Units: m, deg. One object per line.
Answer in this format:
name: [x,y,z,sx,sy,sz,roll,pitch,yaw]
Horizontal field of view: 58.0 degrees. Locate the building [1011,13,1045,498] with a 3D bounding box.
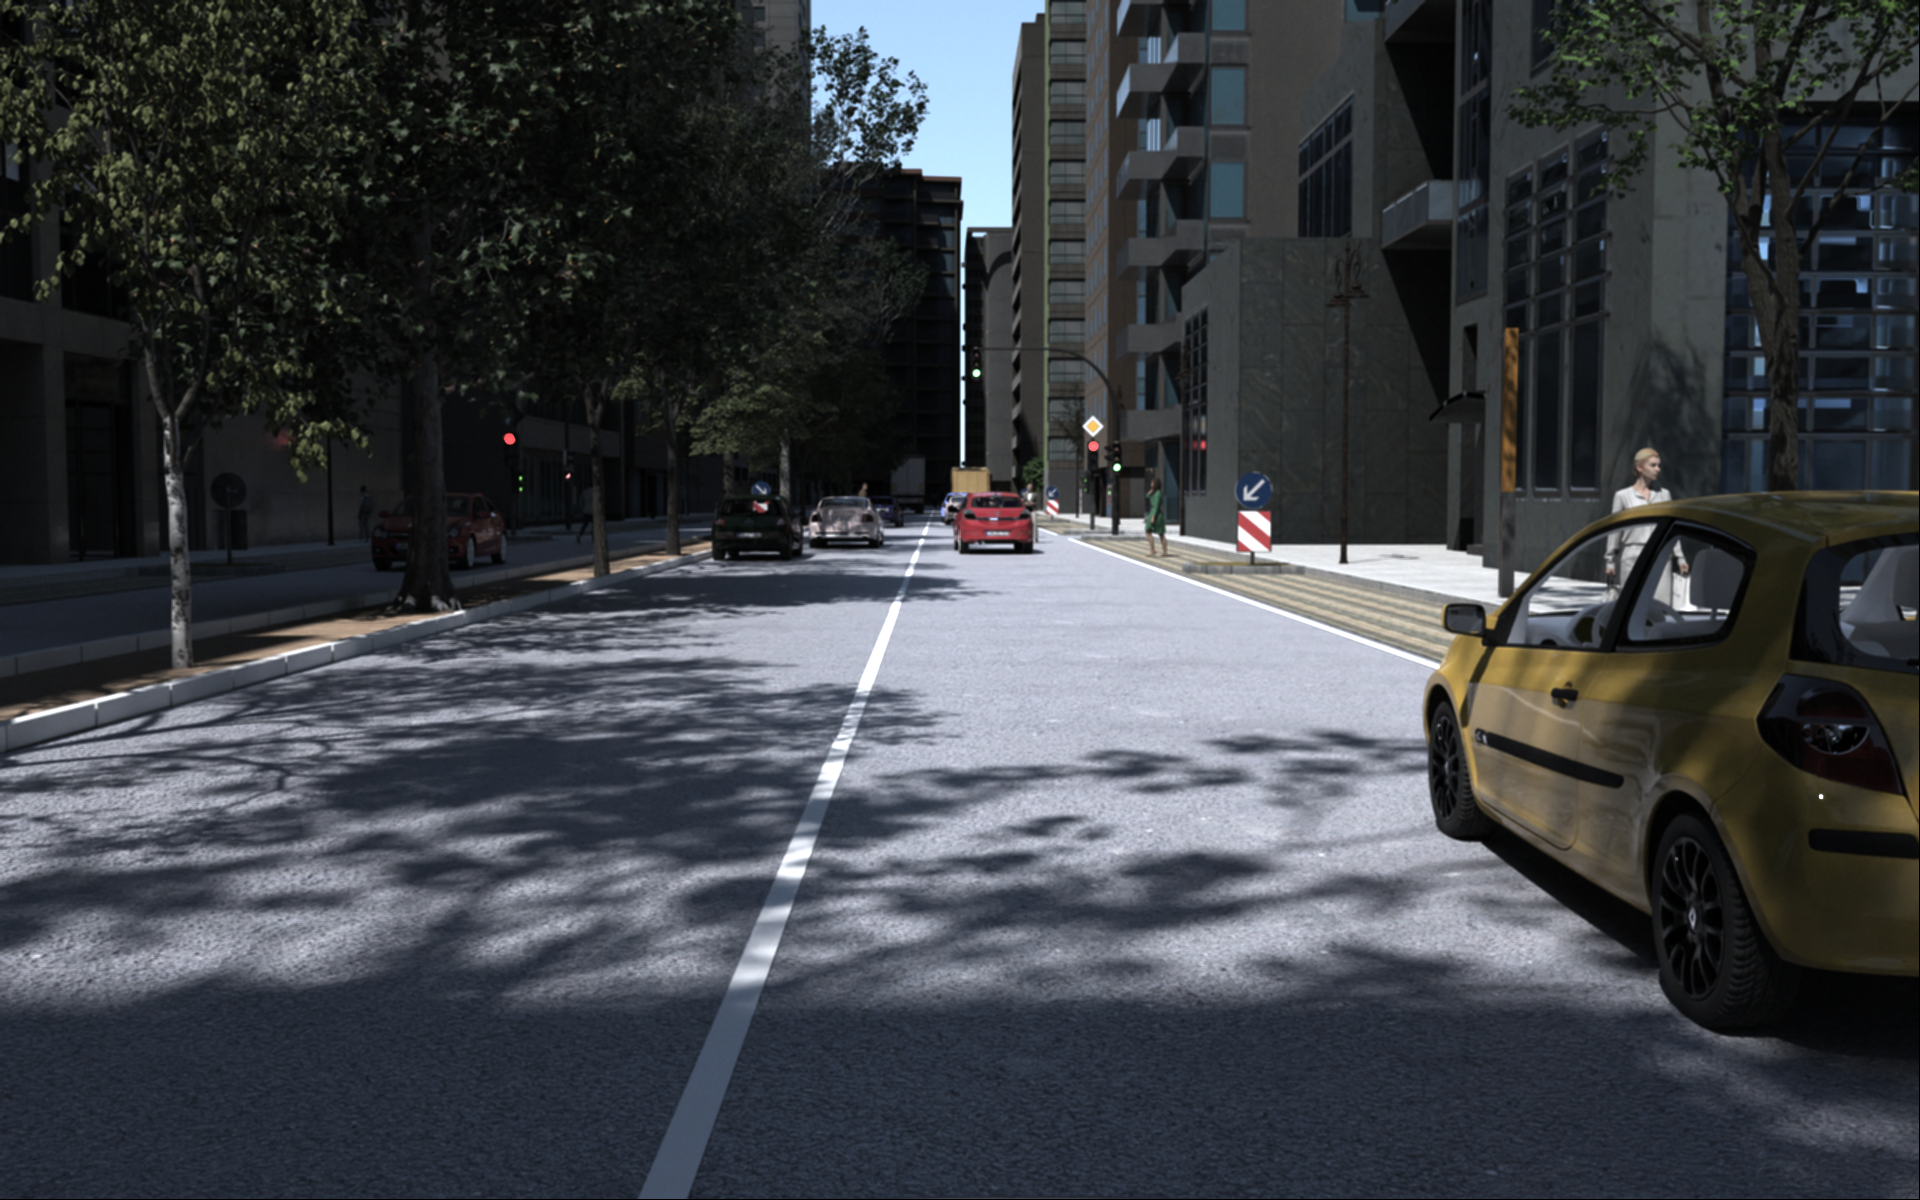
building: [16.249,-33.577,172.688,21.300,48.544,21.600,0,4,-1]

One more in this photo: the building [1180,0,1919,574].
building: [18.230,-44.261,36.341,22.319,86.520,31.000,0,4,-1]

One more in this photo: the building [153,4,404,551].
building: [-31.332,-12.979,45.498,30.059,22.955,16.112,0,4,-1]

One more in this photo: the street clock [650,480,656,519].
street clock: [-15.784,-5.163,88.986,0.358,2.002,0.471,0,4,-3]

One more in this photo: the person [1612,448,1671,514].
person: [5.287,-0.273,13.322,0.694,1.780,0.624,1,4,16]

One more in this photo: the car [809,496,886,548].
car: [-3.071,-2.132,47.218,2.083,1.381,4.827,0,4,0]

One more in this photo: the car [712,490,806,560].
car: [-4.499,-1.775,38.804,2.009,1.686,4.222,0,4,0]

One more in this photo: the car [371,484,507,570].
car: [-10.168,-1.525,33.980,2.155,1.783,4.494,0,4,-2]

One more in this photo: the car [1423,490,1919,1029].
car: [2.838,0.255,6.052,2.015,1.641,3.980,0,4,1]

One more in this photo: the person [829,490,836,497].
person: [-13.589,-10.840,185.743,1.348,1.823,0.705,1,4,21]

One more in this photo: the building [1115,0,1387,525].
building: [22.008,-27.814,74.362,30.456,49.044,23.786,0,4,-1]

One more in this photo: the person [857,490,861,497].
person: [-7.161,-7.075,124.664,0.782,1.767,0.515,-1,4,-9]

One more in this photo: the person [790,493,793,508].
person: [-11.835,-6.809,120.175,0.624,1.780,0.694,1,4,13]

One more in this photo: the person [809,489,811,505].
person: [-17.318,-11.828,199.438,0.705,1.823,1.348,0,4,-5]

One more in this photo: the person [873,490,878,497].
person: [-7.659,-9.102,157.326,0.705,1.822,1.348,2,4,25]

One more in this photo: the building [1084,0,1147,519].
building: [14.431,-27.244,95.547,14.600,45.320,14.200,0,4,-1]

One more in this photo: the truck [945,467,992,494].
truck: [0.684,-7.815,123.697,3.469,3.379,9.791,0,4,-1]

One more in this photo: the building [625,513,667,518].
building: [-24.044,-27.308,96.603,14.600,45.320,14.200,0,4,-1]

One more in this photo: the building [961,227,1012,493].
building: [12.316,-33.307,236.448,23.993,40.220,32.217,0,4,-1]

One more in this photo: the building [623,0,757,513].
building: [-24.694,-30.222,144.242,14.600,45.320,14.200,0,4,-1]

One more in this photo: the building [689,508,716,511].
building: [-27.888,-44.230,161.411,20.563,71.187,20.611,0,4,-1]

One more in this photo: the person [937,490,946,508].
person: [-1.906,-10.416,178.827,1.348,1.821,0.705,-1,4,-17]

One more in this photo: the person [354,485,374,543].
person: [-15.777,-2.275,45.828,0.523,1.515,0.503,-1,4,-15]

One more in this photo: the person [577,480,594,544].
person: [-10.742,-2.555,50.124,0.661,1.843,0.795,2,4,26]

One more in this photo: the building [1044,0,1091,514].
building: [12.655,-26.554,117.755,14.154,41.232,14.086,0,4,-1]

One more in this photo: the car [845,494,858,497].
car: [-10.607,-9.898,170.628,1.959,1.807,4.718,0,4,1]

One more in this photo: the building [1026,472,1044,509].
building: [16.495,-43.561,150.475,20.563,71.187,20.611,0,4,-1]

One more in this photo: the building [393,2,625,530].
building: [-26.528,-27.335,70.623,21.300,48.544,21.600,0,4,-1]

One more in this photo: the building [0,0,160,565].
building: [-25.888,-13.045,17.802,19.350,26.468,34.151,0,4,-1]

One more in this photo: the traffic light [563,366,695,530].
traffic light: [-11.849,-5.323,61.700,4.771,5.953,1.251,0,4,-1]

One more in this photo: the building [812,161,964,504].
building: [-14.051,-35.239,230.786,28.867,44.769,22.147,0,4,-1]

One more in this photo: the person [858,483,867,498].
person: [-3.516,-3.305,62.448,0.656,1.842,0.836,3,5,39]

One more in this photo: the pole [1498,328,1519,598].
pole: [6.774,-1.685,21.389,0.158,3.312,0.155,0,3,0]

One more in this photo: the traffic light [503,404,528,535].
traffic light: [-13.847,-3.959,53.656,0.839,4.253,0.868,0,4,-1]

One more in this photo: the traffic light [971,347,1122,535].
traffic light: [2.723,-4.835,53.722,4.771,5.953,1.251,0,4,-1]

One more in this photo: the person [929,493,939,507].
person: [-2.788,-11.215,191.844,1.348,1.826,0.705,-1,4,-12]

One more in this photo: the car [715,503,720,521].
car: [-10.976,-4.486,85.708,2.083,1.381,4.827,0,4,0]

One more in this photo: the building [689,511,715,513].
building: [-25.954,-41.890,123.148,20.563,71.187,20.611,0,4,-1]

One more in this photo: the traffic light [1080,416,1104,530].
traffic light: [4.721,-4.462,61.872,0.839,4.253,0.868,0,4,-1]

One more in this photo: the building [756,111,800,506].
building: [-24.259,-30.342,179.684,14.154,41.232,14.086,0,4,-1]

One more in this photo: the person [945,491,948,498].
person: [-1.448,-11.591,198.539,0.617,1.759,0.750,-1,4,-17]

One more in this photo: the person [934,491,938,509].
person: [-2.257,-9.527,164.989,0.721,1.735,1.217,0,4,7]

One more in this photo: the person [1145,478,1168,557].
person: [4.436,-1.852,39.024,0.529,1.795,0.600,0,4,4]

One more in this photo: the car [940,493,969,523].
car: [-0.077,-4.780,87.748,1.945,1.707,3.694,0,4,1]

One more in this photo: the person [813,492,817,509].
person: [-9.511,-6.548,115.908,0.601,1.785,0.444,0,4,-5]

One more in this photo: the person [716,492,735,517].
person: [-7.021,-2.656,52.206,0.678,1.792,0.850,0,4,-3]

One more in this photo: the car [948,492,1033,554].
car: [0.791,-2.076,42.976,2.155,1.783,4.494,0,4,-3]

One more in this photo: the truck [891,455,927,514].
truck: [-3.880,-8.626,129.950,2.839,4.237,11.283,0,4,-1]

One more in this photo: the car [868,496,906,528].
car: [-3.361,-3.837,75.313,1.945,1.354,3.894,0,4,1]

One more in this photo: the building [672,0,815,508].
building: [-28.109,-46.675,201.392,20.611,71.187,20.563,0,4,-1]

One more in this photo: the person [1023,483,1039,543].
person: [2.045,-2.541,50.602,0.519,1.759,0.362,1,4,17]

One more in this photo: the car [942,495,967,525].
car: [0.195,-4.233,81.569,2.083,1.381,4.827,0,4,-1]
